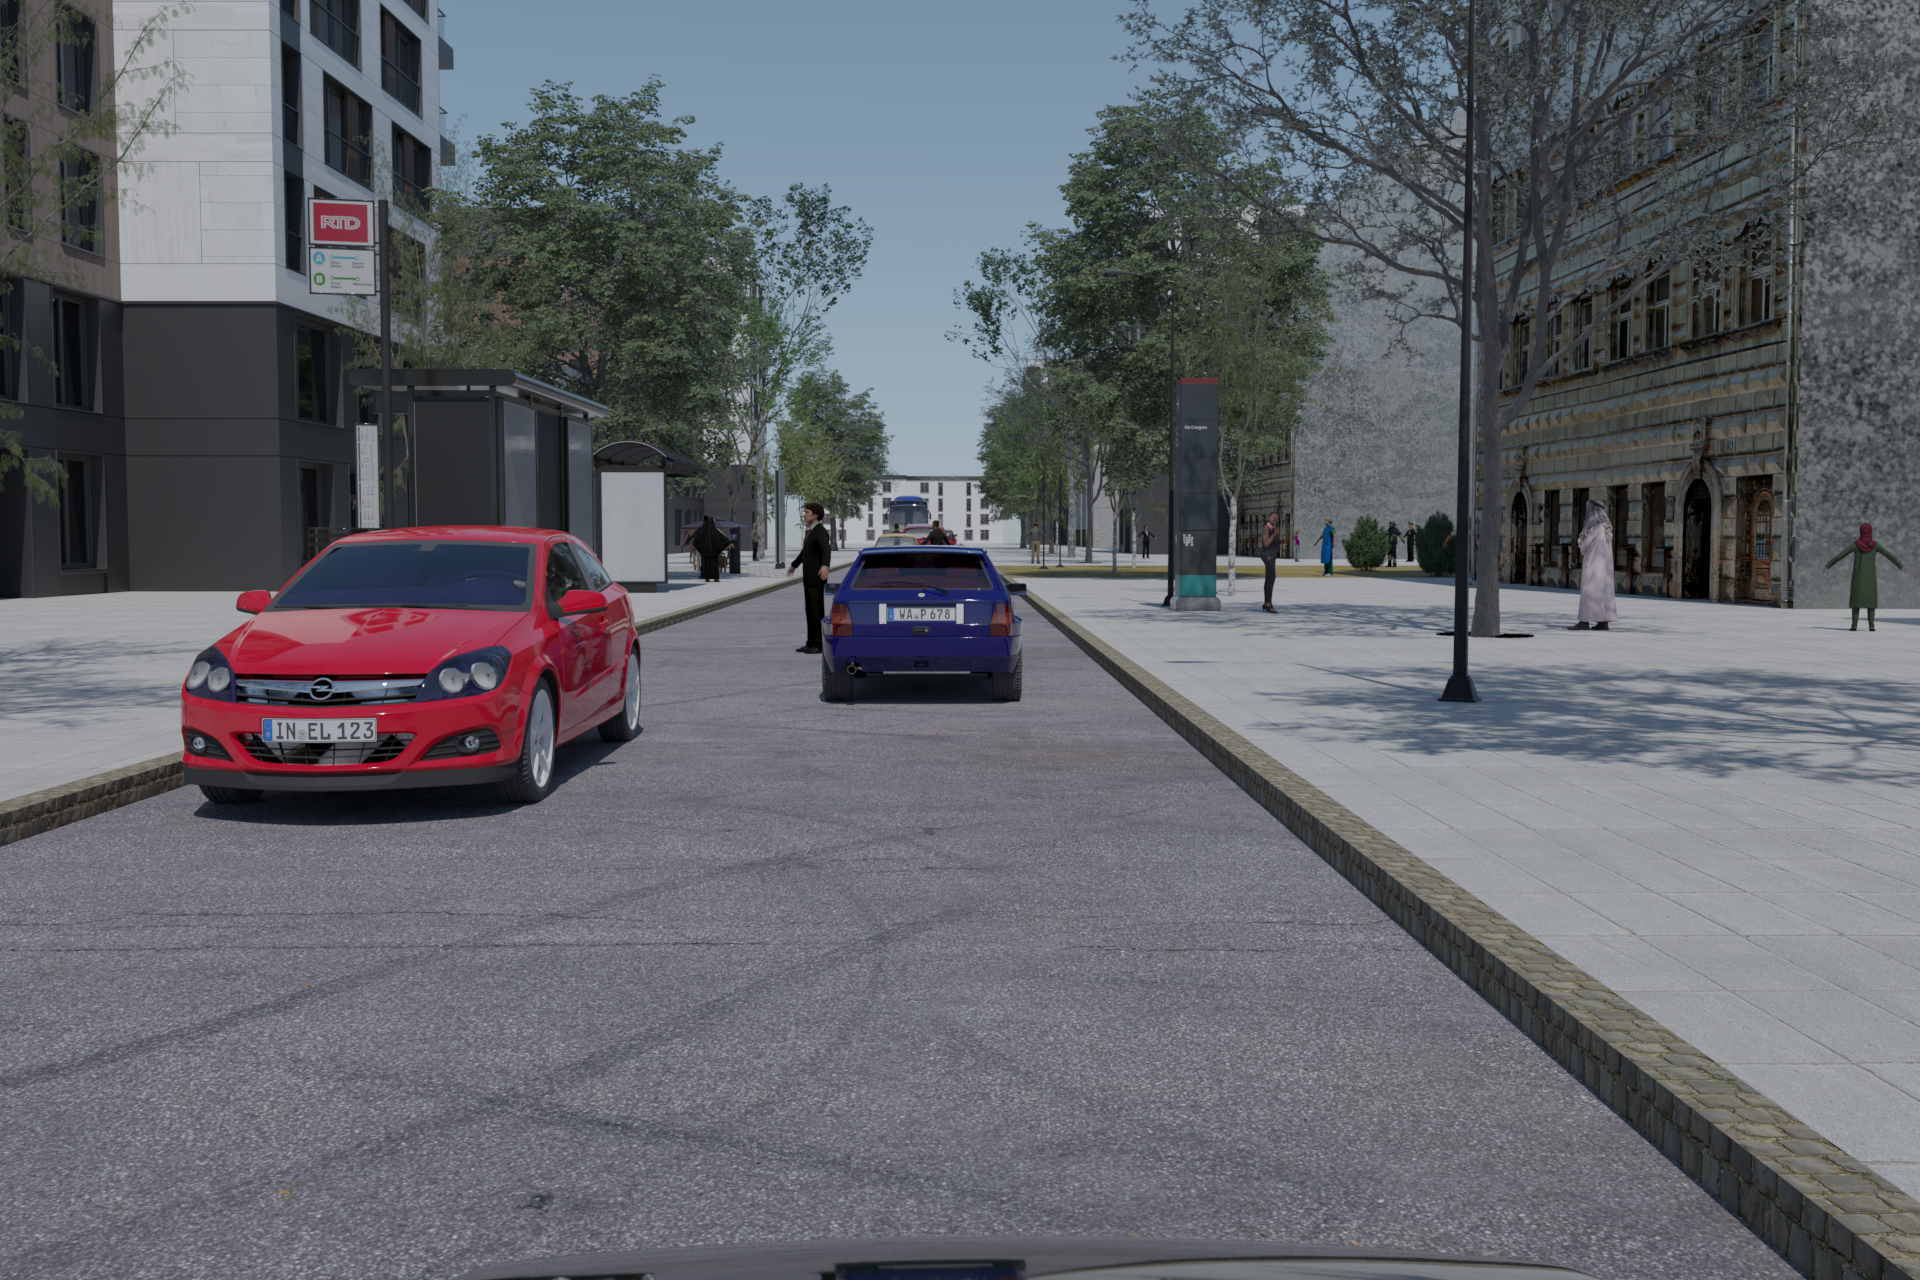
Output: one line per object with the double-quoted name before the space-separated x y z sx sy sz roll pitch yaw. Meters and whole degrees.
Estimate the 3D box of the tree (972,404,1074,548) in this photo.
"tree" 5.600 -15.145 154.267 9.857 13.997 8.962 0 3 0

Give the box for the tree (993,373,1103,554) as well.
"tree" 5.752 -11.357 111.438 9.928 11.665 9.643 0 3 0

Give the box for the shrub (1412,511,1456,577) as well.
"shrub" 14.477 -2.928 52.296 1.690 2.028 1.600 0 3 0

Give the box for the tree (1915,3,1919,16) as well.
"tree" 6.553 -4.964 6.921 9.928 11.665 9.643 0 3 0

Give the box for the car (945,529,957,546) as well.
"car" -1.315 -7.572 132.478 2.281 1.827 5.304 0 4 -2

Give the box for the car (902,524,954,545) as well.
"car" -1.343 -3.446 65.022 2.281 1.827 5.304 0 4 -1

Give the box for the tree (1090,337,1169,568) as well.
"tree" 6.468 -6.985 64.564 4.360 8.622 3.978 0 3 0

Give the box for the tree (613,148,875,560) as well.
"tree" -11.376 -14.128 86.874 12.611 20.169 13.585 0 3 0

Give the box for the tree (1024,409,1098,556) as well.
"tree" 6.027 -9.348 103.197 4.737 8.622 4.395 0 3 0

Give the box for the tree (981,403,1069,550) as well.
"tree" 5.446 -13.678 141.765 7.486 12.596 7.792 0 3 0

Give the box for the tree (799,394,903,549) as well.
"tree" -10.173 -14.577 148.708 12.009 13.543 11.850 0 3 0

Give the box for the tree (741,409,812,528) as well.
"tree" -10.233 -9.076 98.763 4.737 8.622 4.395 0 3 0

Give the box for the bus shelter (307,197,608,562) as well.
"bus shelter" -6.705 -2.803 23.464 2.179 5.291 8.768 0 4 0

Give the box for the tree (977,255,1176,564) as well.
"tree" 5.767 -10.084 75.245 12.009 13.543 11.850 0 3 0

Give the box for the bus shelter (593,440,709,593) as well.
"bus shelter" -7.177 -2.824 40.097 2.014 3.302 5.546 0 4 -1

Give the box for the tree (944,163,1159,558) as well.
"tree" 5.523 -14.386 91.107 12.611 20.169 13.585 0 3 0

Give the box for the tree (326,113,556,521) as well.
"tree" -9.423 -4.907 30.599 4.360 8.622 3.978 0 3 0

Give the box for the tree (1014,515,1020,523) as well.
"tree" 9.934 -18.261 248.922 4.360 8.622 3.978 0 3 0

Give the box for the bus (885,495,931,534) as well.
"bus" -3.269 -7.498 114.137 2.896 3.916 12.251 0 4 0

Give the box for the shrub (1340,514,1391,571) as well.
"shrub" 14.144 -3.418 60.308 1.690 2.028 1.600 0 3 0

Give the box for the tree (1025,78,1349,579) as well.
"tree" 6.311 -8.683 48.627 9.857 13.997 8.962 0 3 0

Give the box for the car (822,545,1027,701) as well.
"car" -0.328 -0.221 16.188 1.945 1.354 3.894 0 4 0

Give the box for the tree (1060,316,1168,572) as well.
"tree" 4.983 -6.596 58.200 4.360 8.622 3.978 0 3 0

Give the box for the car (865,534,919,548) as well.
"car" -2.062 -2.840 56.660 2.015 1.641 3.980 0 3 0

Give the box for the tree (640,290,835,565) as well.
"tree" -9.329 -8.947 72.034 9.928 11.665 9.643 0 3 0

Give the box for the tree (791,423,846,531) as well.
"tree" -9.727 -10.105 115.583 4.737 8.622 4.395 0 3 0

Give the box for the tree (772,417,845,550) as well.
"tree" -9.394 -9.469 105.173 4.737 8.622 4.395 0 3 0

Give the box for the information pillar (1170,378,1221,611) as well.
"information pillar" 3.967 -2.429 29.097 0.750 3.857 0.750 0 4 0

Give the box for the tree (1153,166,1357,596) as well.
"tree" 5.447 -5.211 35.560 4.360 8.622 3.978 0 3 0

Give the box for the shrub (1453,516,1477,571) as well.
"shrub" 17.773 -3.426 60.056 1.661 2.075 1.752 0 3 0

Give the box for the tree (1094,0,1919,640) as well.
"tree" 6.705 -6.776 21.163 12.009 13.543 11.850 0 3 0

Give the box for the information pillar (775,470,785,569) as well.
"information pillar" -6.650 -4.446 64.008 0.184 3.620 1.656 0 4 2

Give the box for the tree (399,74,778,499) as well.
"tree" -9.873 -8.609 47.407 9.857 13.997 8.962 0 3 0

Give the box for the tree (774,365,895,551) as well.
"tree" -9.428 -13.609 129.157 9.857 13.997 8.962 0 3 0

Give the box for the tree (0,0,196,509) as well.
"tree" -9.736 -3.973 15.318 4.360 8.622 3.978 0 3 0

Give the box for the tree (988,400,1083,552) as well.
"tree" 5.517 -11.953 121.193 9.928 11.665 9.643 0 3 0

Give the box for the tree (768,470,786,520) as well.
"tree" -28.114 -19.113 246.913 7.601 10.594 8.767 0 4 2

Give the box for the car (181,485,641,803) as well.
"car" -3.131 -0.093 10.560 2.155 1.783 4.494 0 4 -1
